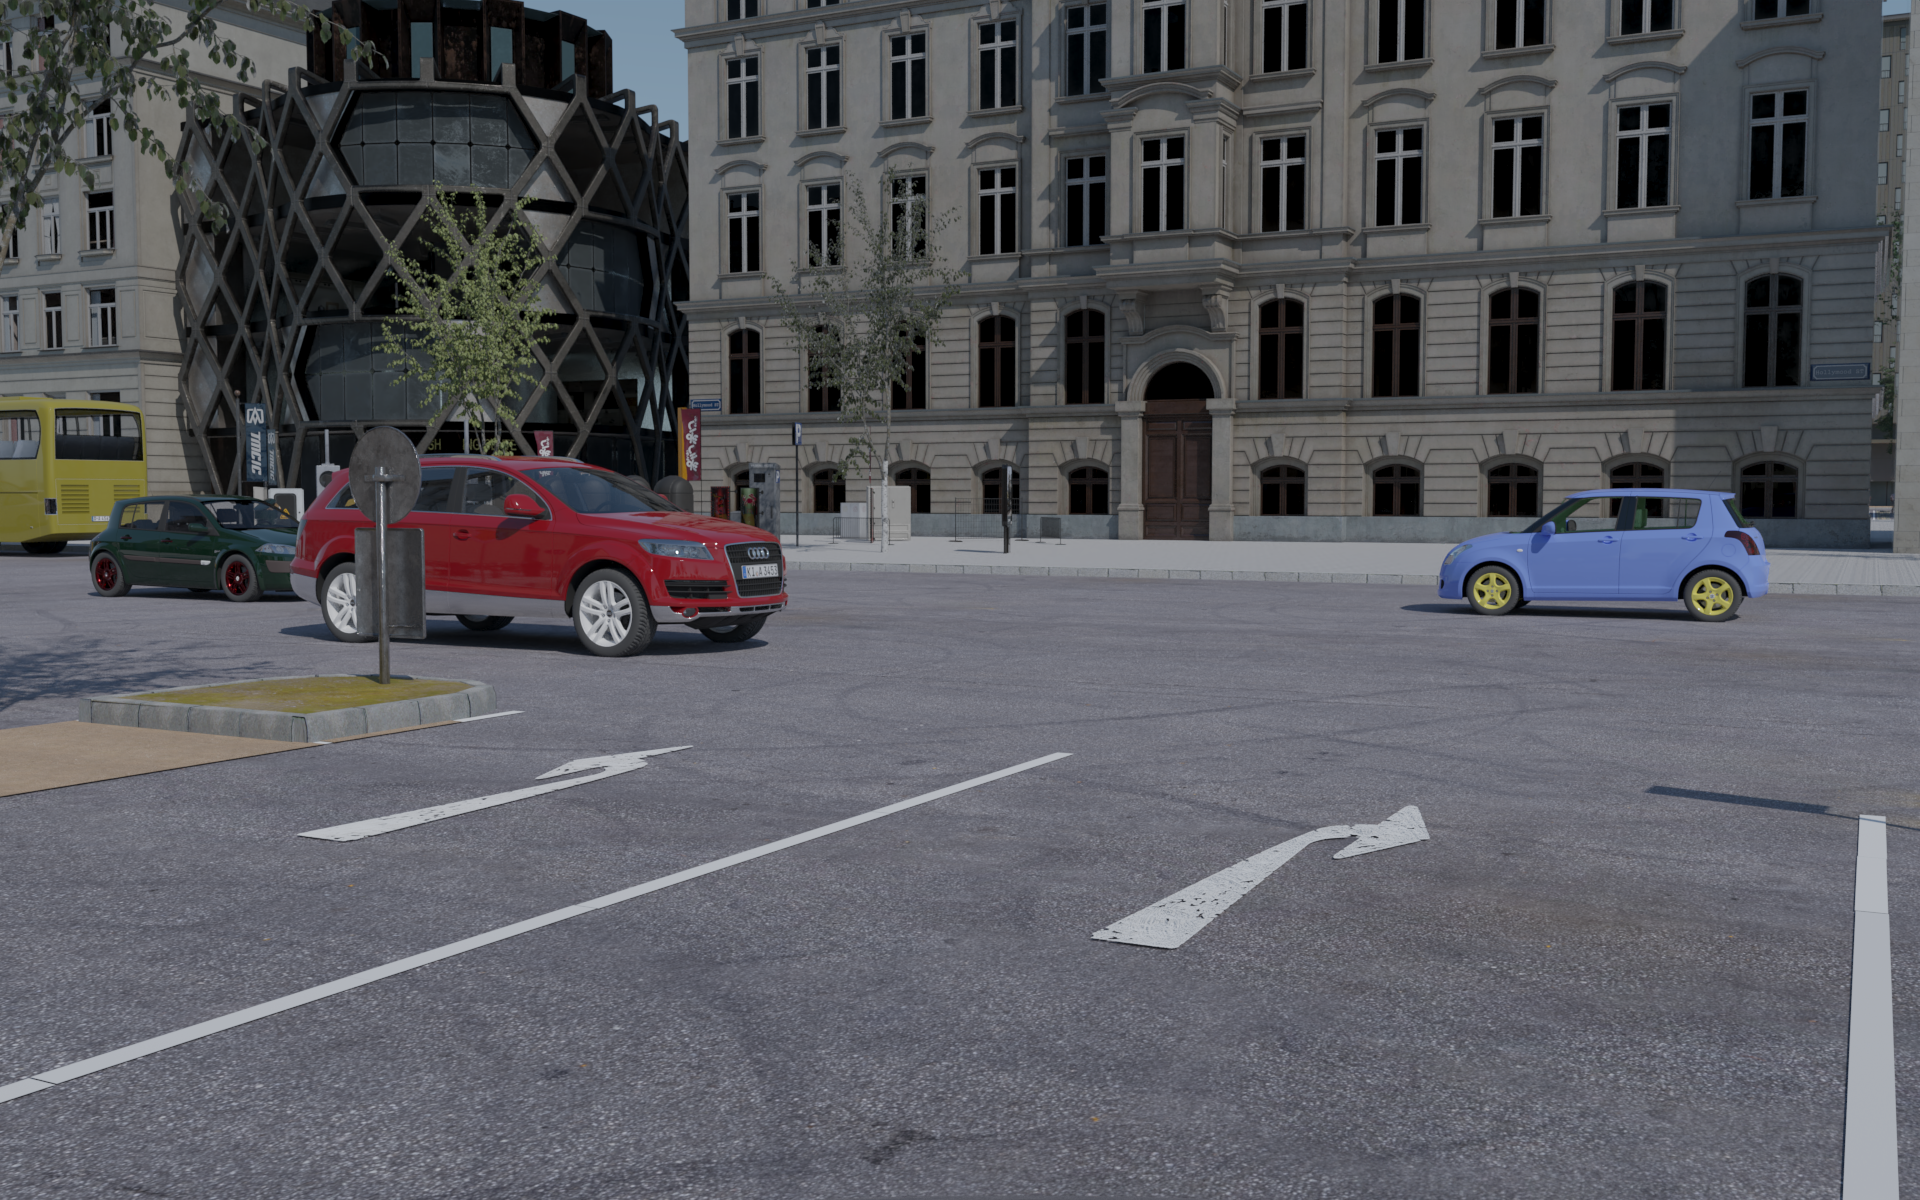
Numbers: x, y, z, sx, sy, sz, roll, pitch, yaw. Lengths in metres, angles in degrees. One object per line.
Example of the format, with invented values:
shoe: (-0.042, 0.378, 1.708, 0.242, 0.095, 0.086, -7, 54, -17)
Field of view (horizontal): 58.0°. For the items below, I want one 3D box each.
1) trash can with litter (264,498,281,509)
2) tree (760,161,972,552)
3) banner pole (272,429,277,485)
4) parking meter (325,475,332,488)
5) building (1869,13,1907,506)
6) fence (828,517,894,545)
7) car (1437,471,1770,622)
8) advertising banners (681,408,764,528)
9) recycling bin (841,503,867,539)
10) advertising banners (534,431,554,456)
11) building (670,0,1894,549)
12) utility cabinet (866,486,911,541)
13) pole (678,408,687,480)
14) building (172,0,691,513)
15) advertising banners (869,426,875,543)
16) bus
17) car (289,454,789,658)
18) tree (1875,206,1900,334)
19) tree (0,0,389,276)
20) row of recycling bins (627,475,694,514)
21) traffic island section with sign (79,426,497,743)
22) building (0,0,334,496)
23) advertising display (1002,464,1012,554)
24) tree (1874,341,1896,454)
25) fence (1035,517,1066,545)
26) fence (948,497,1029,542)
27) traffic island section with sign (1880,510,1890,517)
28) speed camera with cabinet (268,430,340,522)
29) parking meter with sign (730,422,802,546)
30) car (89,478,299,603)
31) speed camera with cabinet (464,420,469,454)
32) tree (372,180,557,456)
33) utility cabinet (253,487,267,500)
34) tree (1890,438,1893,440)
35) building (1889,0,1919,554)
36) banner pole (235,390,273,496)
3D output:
trash can with litter: (-18.879, -2.160, 46.700, 0.624, 1.170, 1.055, 2, 4, 29)
tree: (-1.891, -5.357, 37.958, 4.360, 8.622, 3.978, 0, 3, 0)
banner pole: (-23.488, -4.214, 58.924, 0.863, 3.779, 0.401, 3, 4, 36)
parking meter: (-18.816, -2.832, 52.020, 0.399, 1.863, 0.255, 0, 4, -2)
building: (100.962, -36.815, 191.158, 27.495, 52.752, 28.713, 2, 4, 28)
fence: (-2.520, -1.755, 44.069, 2.069, 0.683, 0.278, 3, 5, 40)
car: (7.601, -0.672, 20.581, 3.694, 1.707, 1.945, 2, 4, 26)
advertising banners: (-4.805, -2.366, 34.868, 2.074, 3.025, 0.090, 2, 4, 31)
recycling bin: (-2.928, -2.258, 49.468, 0.722, 1.027, 0.722, 2, 4, 32)
advertising banners: (-10.763, -3.178, 48.141, 2.074, 3.025, 0.090, -1, 4, -21)
building: (8.574, -14.242, 51.942, 34.723, 24.649, 14.460, 2, 4, 28)
utility cabinet: (-1.949, -2.361, 47.281, 1.173, 1.500, 0.318, -1, 4, -14)
pole: (-6.559, -2.885, 41.018, 0.158, 3.312, 0.155, 0, 3, 0)
building: (-19.082, -12.205, 66.998, 16.811, 18.784, 16.820, 2, 4, 28)
advertising banners: (-2.316, -3.007, 45.354, 0.090, 3.025, 2.074, 0, 3, 0)
bus: (-24.989, -3.098, 42.196, 12.252, 3.916, 2.896, 2, 4, 27)
car: (-4.092, -0.496, 16.777, 5.304, 1.827, 2.281, 2, 4, 28)
tree: (57.004, -14.794, 97.764, 12.611, 20.169, 13.585, 0, 3, 0)
tree: (-4.954, -3.416, 8.671, 4.360, 8.622, 3.978, 0, 3, 0)
row of recycling bins: (-7.623, -1.901, 38.195, 3.534, 1.692, 1.069, -1, 4, -22)
traffic island section with sign: (-4.160, -0.186, 11.174, 2.006, 1.907, 1.989, 2, 4, 28)
building: (-39.913, -14.942, 77.590, 30.059, 22.955, 16.112, 2, 4, 28)
advertising display: (1.025, -1.986, 37.677, 0.123, 1.923, 0.974, 0, 4, 8)
tree: (70.269, -13.316, 124.365, 9.857, 13.997, 8.962, 0, 3, 0)
fence: (2.335, -1.795, 44.726, 0.278, 0.683, 2.069, -1, 4, -12)
fence: (0.789, -2.183, 46.894, 2.264, 1.192, 0.480, -2, 4, -30)
traffic island section with sign: (59.811, -6.221, 110.348, 1.989, 1.847, 2.006, 2, 4, 28)
speed camera with cabinet: (-20.012, -3.579, 52.853, 2.038, 3.252, 0.660, -1, 4, -23)
parking meter with sign: (-4.789, -2.825, 42.455, 1.738, 3.016, 0.543, 1, 4, 11)
car: (-10.251, -0.877, 24.119, 4.222, 1.686, 2.009, 2, 4, 27)
speed camera with cabinet: (-13.786, -3.184, 46.401, 2.038, 3.252, 0.660, 3, 4, 37)
tree: (-11.186, -5.501, 40.309, 4.737, 8.622, 4.395, 0, 3, 0)
utility cabinet: (-21.665, -2.753, 53.696, 0.318, 1.500, 1.173, -1, 4, -17)
tree: (82.782, -13.516, 146.744, 9.928, 11.665, 9.643, 0, 3, 0)
building: (30.032, -11.177, 37.499, 16.860, 20.320, 10.420, 2, 4, 28)
banner pole: (-17.214, -3.177, 41.969, 0.863, 3.779, 0.401, -2, 4, -25)
